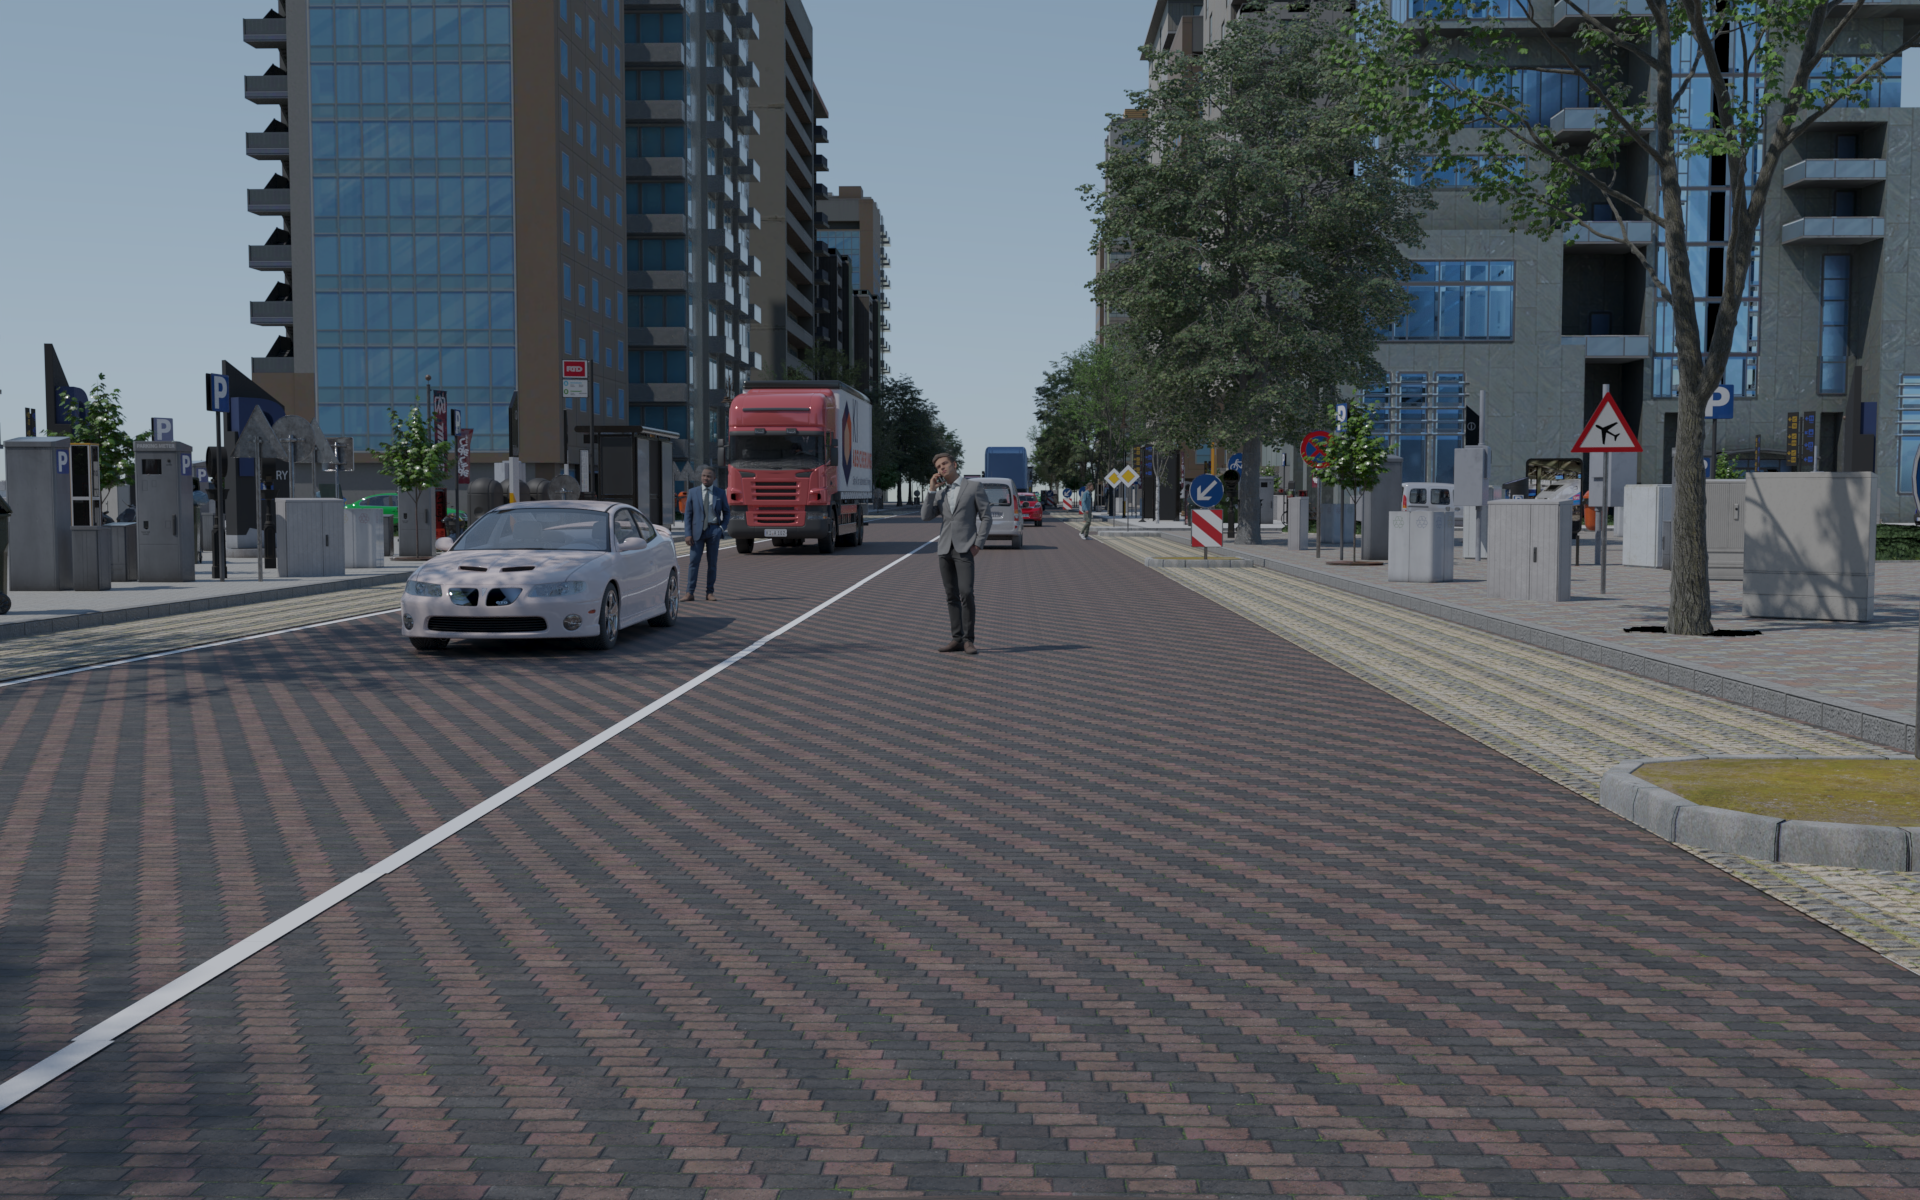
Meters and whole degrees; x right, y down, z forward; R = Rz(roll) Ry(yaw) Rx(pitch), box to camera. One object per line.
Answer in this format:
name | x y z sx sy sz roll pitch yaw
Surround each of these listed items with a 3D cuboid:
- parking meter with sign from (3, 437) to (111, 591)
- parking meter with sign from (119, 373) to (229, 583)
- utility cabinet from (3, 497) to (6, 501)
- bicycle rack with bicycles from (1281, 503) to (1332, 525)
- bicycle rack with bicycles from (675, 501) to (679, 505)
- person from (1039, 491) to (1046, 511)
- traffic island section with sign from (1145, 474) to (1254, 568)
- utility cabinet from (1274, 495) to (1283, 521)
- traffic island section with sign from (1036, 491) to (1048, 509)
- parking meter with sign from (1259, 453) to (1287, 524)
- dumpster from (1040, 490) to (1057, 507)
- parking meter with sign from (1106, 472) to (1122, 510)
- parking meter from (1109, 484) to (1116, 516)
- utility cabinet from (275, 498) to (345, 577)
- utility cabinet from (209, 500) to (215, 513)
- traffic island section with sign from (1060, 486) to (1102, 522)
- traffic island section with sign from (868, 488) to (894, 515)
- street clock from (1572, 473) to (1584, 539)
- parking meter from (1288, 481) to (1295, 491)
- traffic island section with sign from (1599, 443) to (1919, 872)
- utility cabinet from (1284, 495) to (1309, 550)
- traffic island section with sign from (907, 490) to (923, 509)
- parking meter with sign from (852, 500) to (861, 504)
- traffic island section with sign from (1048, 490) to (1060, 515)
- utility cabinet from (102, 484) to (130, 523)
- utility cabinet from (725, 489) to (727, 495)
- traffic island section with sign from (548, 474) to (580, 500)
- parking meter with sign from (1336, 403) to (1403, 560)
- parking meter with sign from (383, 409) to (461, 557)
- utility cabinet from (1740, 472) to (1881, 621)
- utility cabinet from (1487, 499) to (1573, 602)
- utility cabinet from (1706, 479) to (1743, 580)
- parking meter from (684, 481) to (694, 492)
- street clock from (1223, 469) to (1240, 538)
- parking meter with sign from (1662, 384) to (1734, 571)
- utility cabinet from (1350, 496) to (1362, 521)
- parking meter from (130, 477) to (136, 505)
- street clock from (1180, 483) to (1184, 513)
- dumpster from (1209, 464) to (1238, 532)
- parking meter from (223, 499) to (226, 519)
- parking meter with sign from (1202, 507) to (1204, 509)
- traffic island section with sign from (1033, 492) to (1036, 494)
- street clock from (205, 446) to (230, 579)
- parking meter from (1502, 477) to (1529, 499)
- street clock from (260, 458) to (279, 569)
parking meter with sign | -12.204 -1.631 22.925 1.738 3.016 0.543 0 4 0
parking meter with sign | -11.599 -1.772 25.240 1.738 3.016 0.543 0 4 2
utility cabinet | -19.572 -1.531 36.198 0.306 1.237 1.020 0 4 1
bicycle rack with bicycles | 14.141 -3.359 68.298 2.925 0.926 2.852 0 4 6
bicycle rack with bicycles | -14.099 -4.658 89.537 2.852 0.926 2.925 -1 4 -16
person | 7.105 -8.518 148.493 0.721 1.735 1.217 -2 4 -24
traffic island section with sign | 4.703 -1.576 34.397 1.989 1.847 2.006 0 4 2
utility cabinet | 15.714 -4.408 83.235 0.306 1.237 1.020 -3 4 -36
traffic island section with sign | 8.537 -9.632 166.104 1.989 1.847 2.006 0 4 2
parking meter with sign | 12.999 -4.748 73.884 1.738 3.016 0.543 0 4 0
dumpster | 9.278 -10.553 180.755 1.865 1.857 1.264 0 4 3
parking meter with sign | 11.997 -8.462 134.610 0.543 3.016 1.738 -2 4 -34
parking meter | 8.866 -5.812 100.731 0.255 1.863 0.399 3 5 44
utility cabinet | -10.153 -0.975 27.105 0.306 1.237 1.020 3 4 37
utility cabinet | -25.529 -2.923 58.960 0.306 1.237 1.020 -2 4 -32
traffic island section with sign | 6.292 -4.928 89.204 1.989 1.847 2.006 0 4 2
traffic island section with sign | -5.510 -6.639 117.175 1.989 1.847 2.006 0 4 2
street clock | 17.443 -2.727 49.150 0.471 2.002 0.358 2 4 24
parking meter | 14.469 -4.276 75.630 0.255 1.863 0.399 1 4 19
traffic island section with sign | 3.919 0.072 7.453 1.989 1.847 2.006 0 4 2
utility cabinet | 7.787 -1.758 39.902 0.306 1.237 1.020 1 4 22
traffic island section with sign | -4.072 -9.649 166.384 1.989 1.847 2.006 0 4 2
parking meter with sign | -7.939 -8.188 130.142 0.543 3.016 1.738 2 4 29
traffic island section with sign | 7.111 -6.623 116.907 1.989 1.847 2.006 0 4 2
utility cabinet | -19.248 -1.872 39.289 1.173 1.500 0.318 3 5 39
utility cabinet | -9.872 -4.199 77.330 1.173 1.500 0.318 0 4 -1
traffic island section with sign | -7.932 -1.571 34.322 1.989 1.847 2.006 0 4 2
parking meter with sign | 8.206 -2.283 33.591 1.738 3.016 0.543 -1 4 -9
parking meter with sign | -11.174 -2.405 35.575 1.738 3.016 0.543 0 4 -4
utility cabinet | 8.670 -0.551 17.682 1.173 1.500 0.318 3 5 39
utility cabinet | 6.909 -0.605 21.051 0.306 1.237 1.020 -3 4 -36
utility cabinet | 11.367 -1.039 25.667 1.173 1.500 0.318 1 4 15
parking meter | -12.172 -4.415 77.891 0.399 1.863 0.255 -2 4 -30
street clock | 7.905 -2.806 50.447 0.471 2.002 0.358 1 4 19
parking meter with sign | 12.035 -1.968 28.440 0.543 3.016 1.738 0 4 2
utility cabinet | 16.351 -3.612 70.215 1.020 1.237 0.306 0 4 -1
parking meter | -21.786 -2.436 45.546 0.255 1.863 0.399 -2 4 -28
street clock | 14.977 -6.938 118.007 0.358 2.002 0.471 -3 5 -42
dumpster | 8.831 -3.326 56.871 1.502 2.255 1.985 0 4 2
parking meter | -38.059 -5.130 89.590 0.255 1.863 0.399 3 4 38
parking meter with sign | 15.803 -6.759 106.776 1.738 3.016 0.543 1 4 14
traffic island section with sign | 9.332 -11.280 193.047 1.989 1.847 2.006 0 4 2
street clock | -11.260 -1.328 26.281 0.358 2.002 0.471 -2 4 -35
parking meter | 8.116 -1.035 25.341 0.372 1.533 0.369 0 3 0
street clock | -11.881 -1.542 29.782 0.358 2.002 0.471 -2 4 -25
